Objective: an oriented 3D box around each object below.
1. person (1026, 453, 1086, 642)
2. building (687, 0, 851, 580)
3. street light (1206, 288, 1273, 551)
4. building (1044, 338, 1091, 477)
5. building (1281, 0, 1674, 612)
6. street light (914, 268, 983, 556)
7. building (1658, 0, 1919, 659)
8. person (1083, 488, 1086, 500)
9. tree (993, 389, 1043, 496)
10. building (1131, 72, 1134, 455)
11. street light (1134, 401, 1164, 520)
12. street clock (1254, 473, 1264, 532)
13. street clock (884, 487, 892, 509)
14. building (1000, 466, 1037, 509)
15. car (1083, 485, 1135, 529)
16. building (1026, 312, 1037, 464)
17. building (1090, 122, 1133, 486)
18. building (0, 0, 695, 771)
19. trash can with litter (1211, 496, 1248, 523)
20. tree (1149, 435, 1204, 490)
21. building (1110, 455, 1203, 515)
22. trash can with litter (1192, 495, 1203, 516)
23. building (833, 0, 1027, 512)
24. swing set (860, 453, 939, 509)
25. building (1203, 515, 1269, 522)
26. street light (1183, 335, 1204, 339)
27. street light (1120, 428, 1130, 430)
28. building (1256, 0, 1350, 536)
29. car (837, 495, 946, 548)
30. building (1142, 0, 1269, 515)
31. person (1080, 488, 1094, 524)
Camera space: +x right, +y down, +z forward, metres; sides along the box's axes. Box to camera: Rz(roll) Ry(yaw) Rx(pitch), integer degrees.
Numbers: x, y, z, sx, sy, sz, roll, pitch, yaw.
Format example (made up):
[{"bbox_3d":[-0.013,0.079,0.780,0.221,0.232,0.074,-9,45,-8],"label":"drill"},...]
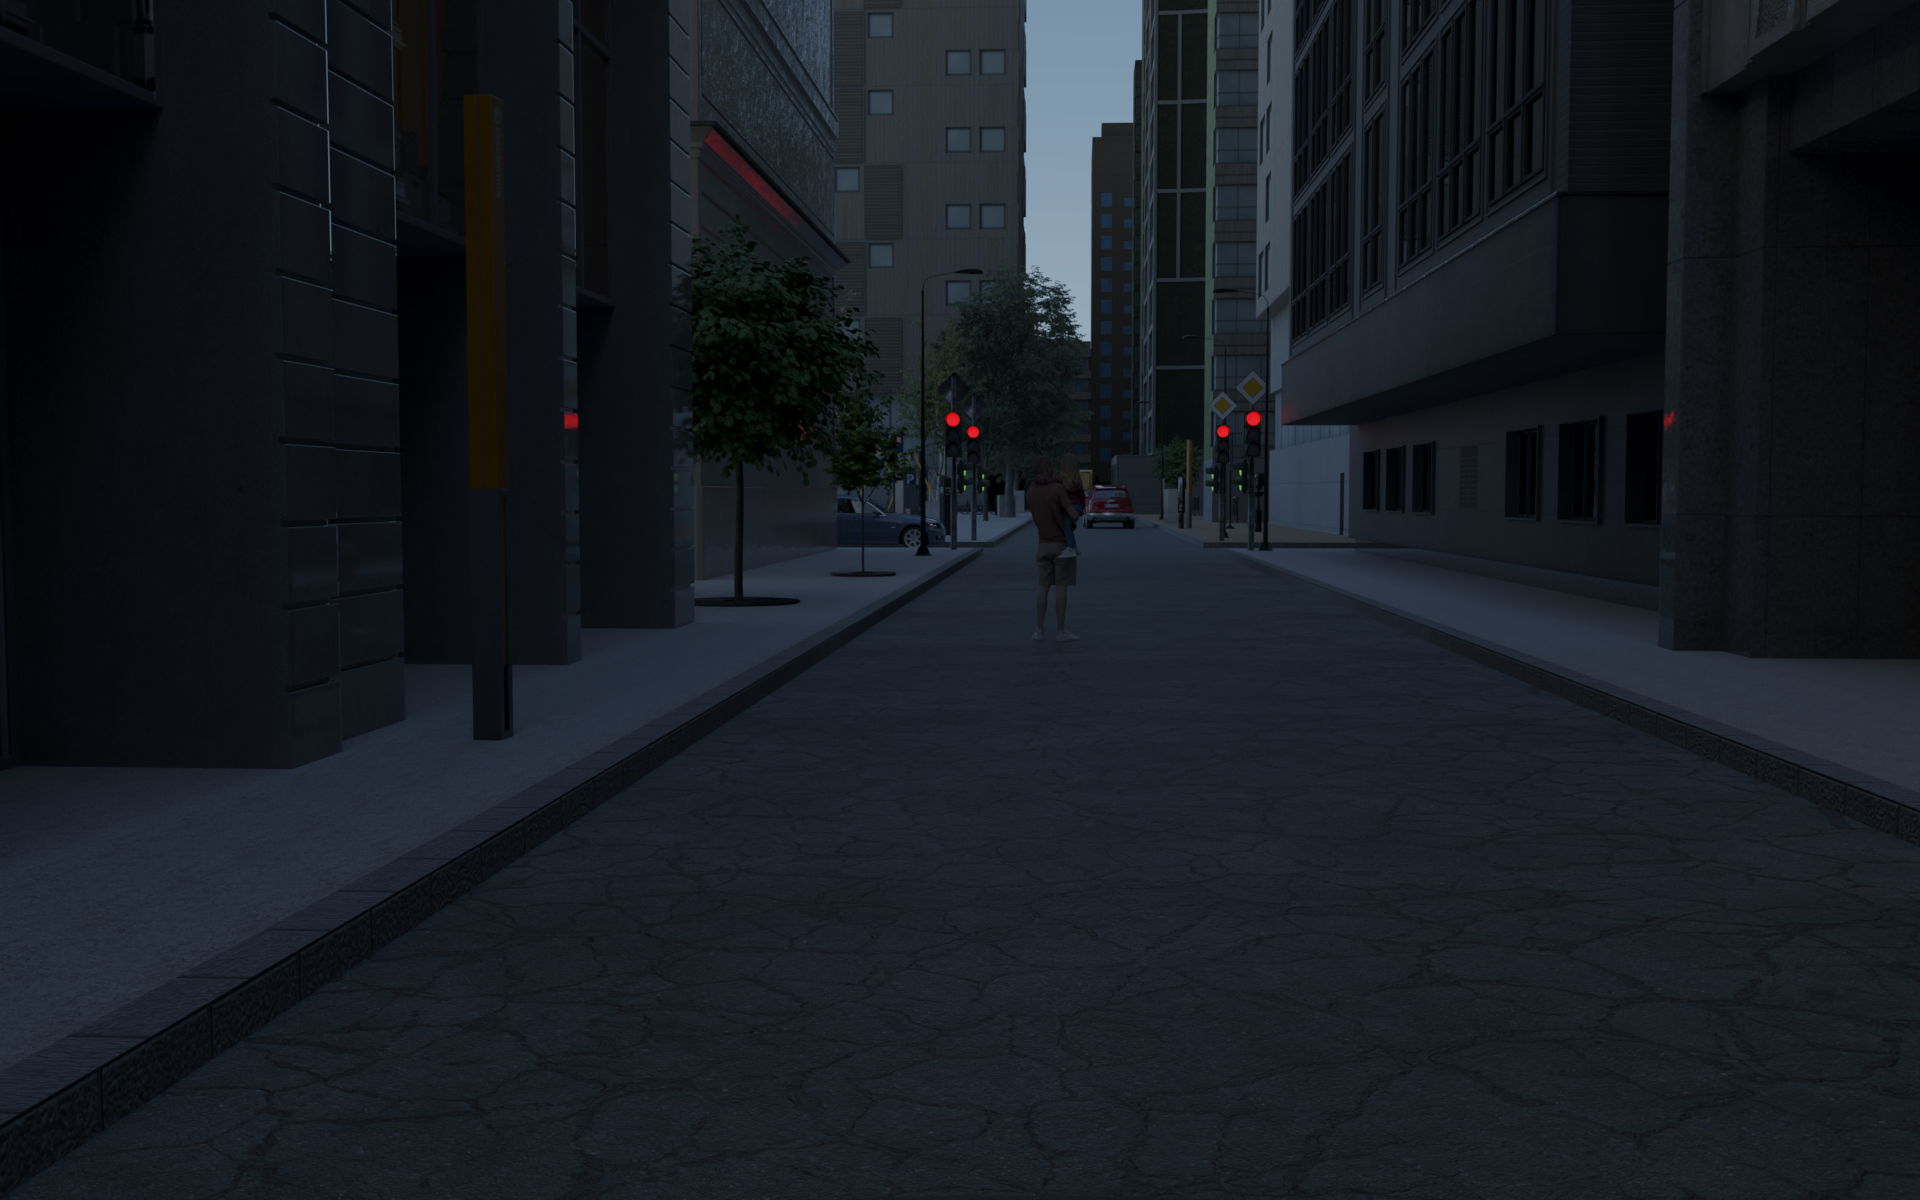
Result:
[{"bbox_3d":[0.958,-0.518,16.947,0.580,1.828,0.573,-1,4,-9],"label":"person"},{"bbox_3d":[-17.529,-12.227,33.196,30.059,22.955,16.112,0,4,4],"label":"building"},{"bbox_3d":[6.379,-4.071,39.095,1.470,5.913,1.316,0,4,4],"label":"street light"},{"bbox_3d":[2.083,-22.976,220.699,28.899,21.520,27.650,0,4,4],"label":"building"},{"bbox_3d":[13.454,-14.225,26.091,14.314,27.812,24.014,0,4,4],"label":"building"},{"bbox_3d":[-0.228,-3.869,35.793,1.470,5.913,1.316,0,4,4],"label":"street light"},{"bbox_3d":[11.197,-11.344,3.491,12.078,24.808,19.932,0,4,4],"label":"building"},{"bbox_3d":[8.796,-6.982,122.538,0.514,1.842,0.818,-1,4,-13],"label":"person"},{"bbox_3d":[3.418,-9.436,104.644,4.360,8.622,3.978,0,3,0],"label":"tree"},{"bbox_3d":[23.526,-29.534,166.472,14.154,41.232,14.086,0,4,4],"label":"building"},{"bbox_3d":[9.546,-6.965,86.414,1.470,5.913,1.316,0,4,4],"label":"street light"},{"bbox_3d":[10.054,-3.287,58.316,0.358,2.002,0.471,-1,4,-16],"label":"street clock"},{"bbox_3d":[-5.017,-7.118,120.956,0.471,2.002,0.358,1,4,19],"label":"street clock"},{"bbox_3d":[-2.654,-44.163,160.310,20.563,71.187,20.611,0,4,4],"label":"building"},{"bbox_3d":[6.275,-3.949,73.234,2.281,1.827,5.304,0,4,2],"label":"car"},{"bbox_3d":[-6.160,-20.860,186.107,28.899,21.520,27.650,0,4,4],"label":"building"},{"bbox_3d":[23.138,-34.354,211.794,14.200,45.320,14.600,0,4,4],"label":"building"},{"bbox_3d":[-8.991,-13.738,2.105,11.434,29.767,29.804,0,4,4],"label":"building"},{"bbox_3d":[12.247,-3.993,76.335,1.678,1.210,2.233,-2,4,-32],"label":"trash can with litter"},{"bbox_3d":[12.143,-6.872,96.068,4.285,4.588,4.351,0,3,0],"label":"tree"},{"bbox_3d":[20.262,-41.097,110.186,20.563,71.187,20.611,0,4,4],"label":"building"},{"bbox_3d":[14.031,-5.503,101.029,2.233,1.210,1.678,2,4,30],"label":"trash can with litter"},{"bbox_3d":[-8.469,-33.484,136.701,28.713,52.752,27.495,0,4,4],"label":"building"},{"bbox_3d":[-2.452,-4.183,66.015,2.862,2.851,3.119,2,4,24],"label":"swing set"},{"bbox_3d":[18.843,-24.454,83.426,14.154,41.232,14.086,0,4,4],"label":"building"},{"bbox_3d":[7.202,-4.780,50.692,1.470,5.913,1.316,0,4,4],"label":"street light"},{"bbox_3d":[12.010,-9.165,122.385,1.470,5.913,1.316,0,4,4],"label":"street light"},{"bbox_3d":[24.455,-28.638,57.469,27.495,52.752,28.713,0,4,4],"label":"building"},{"bbox_3d":[-2.610,-1.986,44.478,4.499,1.417,2.014,0,4,3],"label":"car"},{"bbox_3d":[20.746,-27.420,131.908,14.154,41.232,14.086,0,4,4],"label":"building"},{"bbox_3d":[6.045,-4.437,81.803,0.760,1.731,0.466,-3,4,-38],"label":"person"}]
